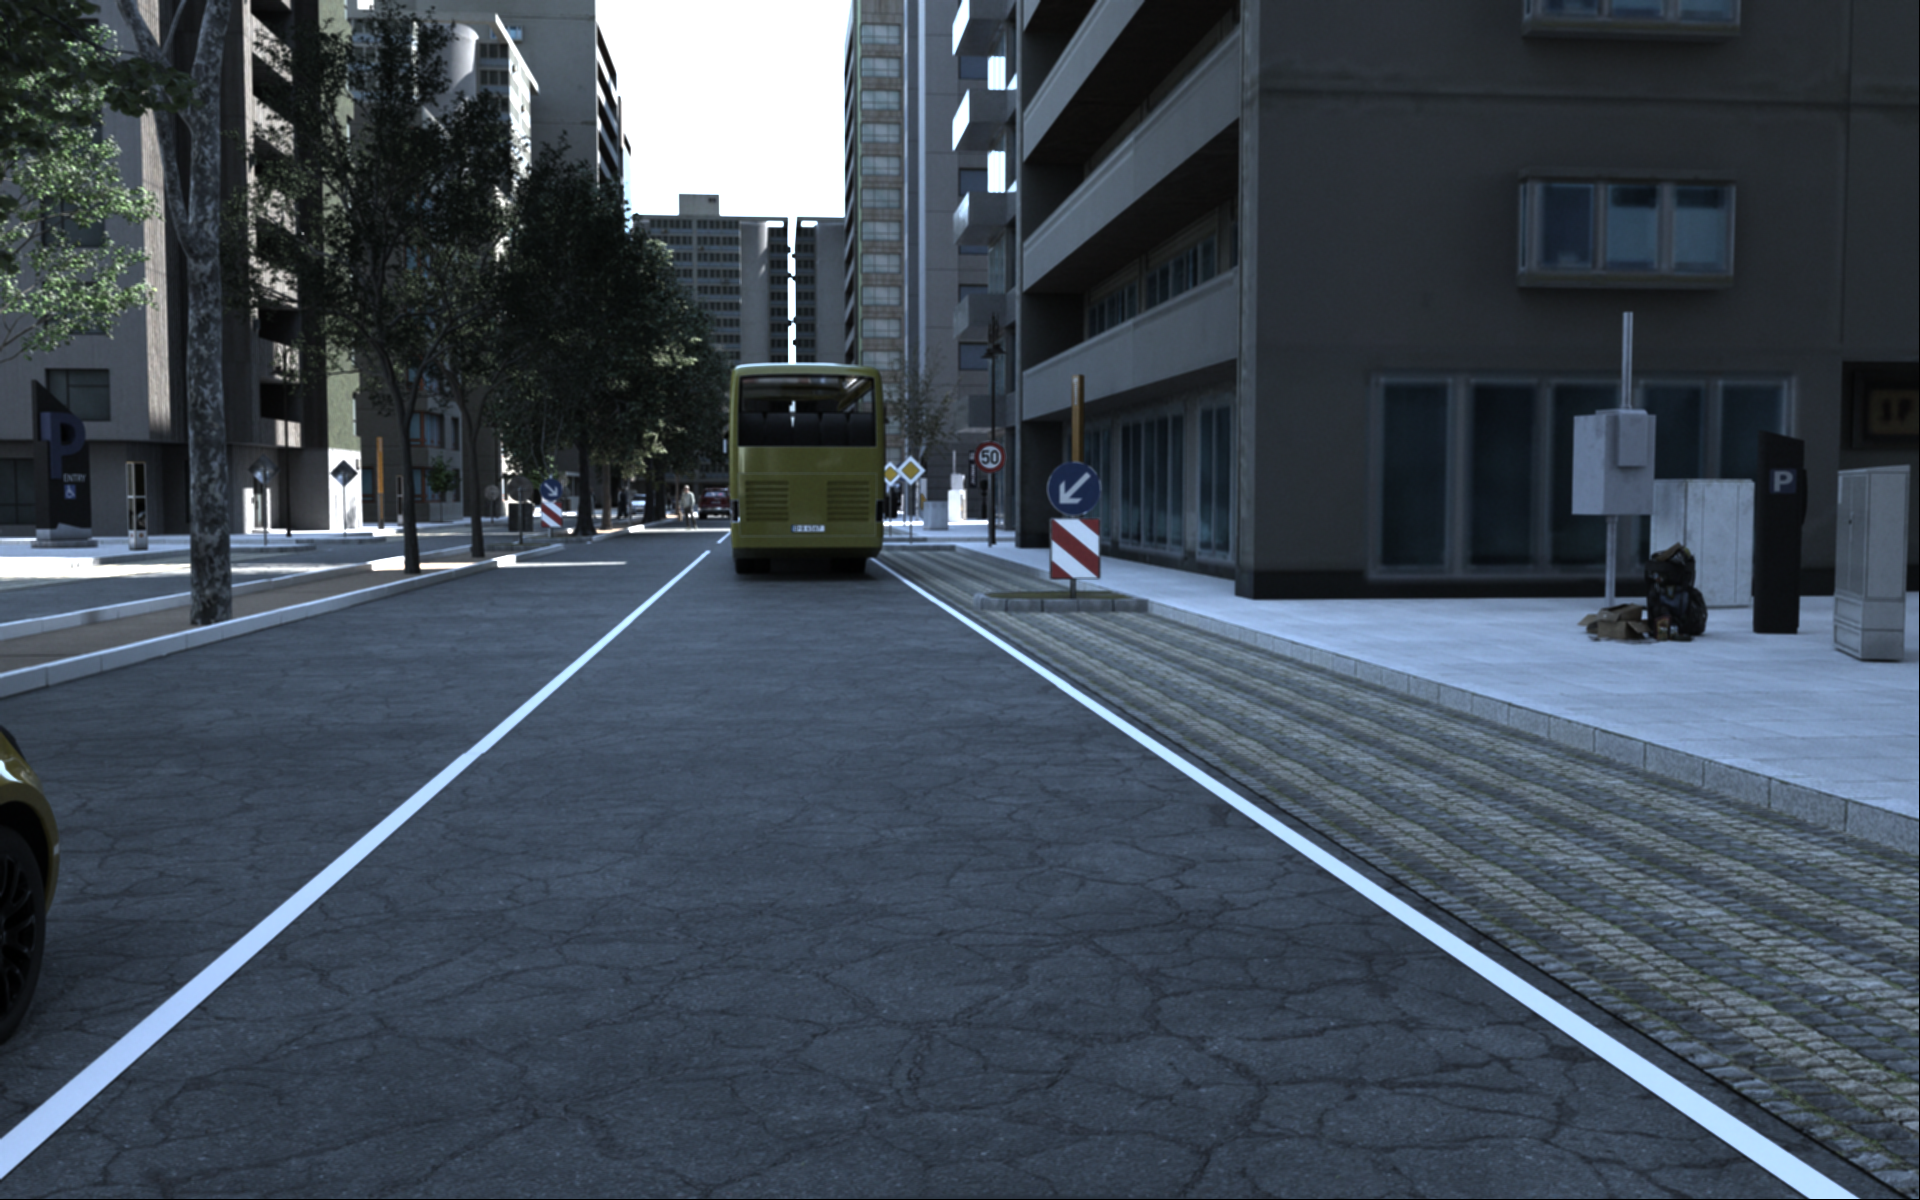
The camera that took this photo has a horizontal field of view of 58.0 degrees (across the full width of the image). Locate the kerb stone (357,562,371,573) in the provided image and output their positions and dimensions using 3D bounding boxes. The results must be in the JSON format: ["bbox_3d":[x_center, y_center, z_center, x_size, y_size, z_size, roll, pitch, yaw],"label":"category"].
[{"bbox_3d":[-10.954,-0.571,31.534,0.120,0.150,1.000,0,4,-6],"label":"kerb stone"}]

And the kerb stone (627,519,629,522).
[{"bbox_3d":[-16.897,-3.966,87.123,0.120,0.150,1.000,0,4,-6],"label":"kerb stone"}]

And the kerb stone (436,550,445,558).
[{"bbox_3d":[-11.714,-1.007,38.659,0.120,0.150,1.000,0,4,-6],"label":"kerb stone"}]

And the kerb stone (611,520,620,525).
[{"bbox_3d":[-16.346,-3.655,82.019,0.120,0.150,1.000,0,4,-6],"label":"kerb stone"}]

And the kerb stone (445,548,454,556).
[{"bbox_3d":[-11.817,-1.066,39.678,0.120,0.150,1.000,0,4,-6],"label":"kerb stone"}]

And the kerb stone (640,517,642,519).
[{"bbox_3d":[-17.760,-4.469,95.286,0.120,0.150,1.000,0,4,-6],"label":"kerb stone"}]

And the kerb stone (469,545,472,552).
[{"bbox_3d":[-12.153,-1.257,42.741,0.120,0.150,1.000,0,4,-6],"label":"kerb stone"}]

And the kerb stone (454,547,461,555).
[{"bbox_3d":[-11.936,-1.132,40.708,0.120,0.150,1.000,0,4,-6],"label":"kerb stone"}]

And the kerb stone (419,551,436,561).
[{"bbox_3d":[-11.610,-0.938,37.641,0.120,0.150,1.000,0,4,-6],"label":"kerb stone"}]

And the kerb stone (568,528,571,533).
[{"bbox_3d":[-14.281,-2.475,62.665,0.120,0.150,1.000,0,4,-6],"label":"kerb stone"}]

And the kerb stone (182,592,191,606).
[{"bbox_3d":[-9.975,-0.011,22.370,0.120,0.150,1.000,0,4,-6],"label":"kerb stone"}]

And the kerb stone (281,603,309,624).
[{"bbox_3d":[-7.561,0.164,19.507,0.120,0.150,1.000,0,4,-6],"label":"kerb stone"}]

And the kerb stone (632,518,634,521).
[{"bbox_3d":[-17.224,-4.153,90.189,0.120,0.150,1.000,0,4,-6],"label":"kerb stone"}]

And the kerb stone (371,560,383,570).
[{"bbox_3d":[-11.061,-0.628,32.555,0.120,0.150,1.000,0,4,-6],"label":"kerb stone"}]

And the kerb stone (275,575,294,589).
[{"bbox_3d":[-10.411,-0.250,26.447,0.120,0.150,1.000,0,4,-6],"label":"kerb stone"}]

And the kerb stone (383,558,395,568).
[{"bbox_3d":[-11.170,-0.696,33.574,0.120,0.150,1.000,0,4,-6],"label":"kerb stone"}]

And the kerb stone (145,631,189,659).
[{"bbox_3d":[-7.127,0.418,15.432,0.120,0.150,1.000,0,4,-6],"label":"kerb stone"}]

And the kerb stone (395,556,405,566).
[{"bbox_3d":[-11.281,-0.757,34.590,0.120,0.150,1.000,0,4,-6],"label":"kerb stone"}]

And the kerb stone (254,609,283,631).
[{"bbox_3d":[-7.459,0.230,18.488,0.120,0.150,1.000,0,4,-6],"label":"kerb stone"}]

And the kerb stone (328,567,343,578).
[{"bbox_3d":[-10.736,-0.447,29.497,0.120,0.150,1.000,0,4,-6],"label":"kerb stone"}]

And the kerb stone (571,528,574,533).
[{"bbox_3d":[-14.389,-2.534,63.682,0.120,0.150,1.000,0,4,-6],"label":"kerb stone"}]

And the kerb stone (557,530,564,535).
[{"bbox_3d":[-14.064,-2.351,60.626,0.120,0.150,1.000,0,4,-6],"label":"kerb stone"}]

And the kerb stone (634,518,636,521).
[{"bbox_3d":[-17.321,-4.221,91.210,0.120,0.150,1.000,0,4,-6],"label":"kerb stone"}]

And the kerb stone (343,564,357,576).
[{"bbox_3d":[-10.849,-0.505,30.514,0.120,0.150,1.000,0,4,-6],"label":"kerb stone"}]

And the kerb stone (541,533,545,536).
[{"bbox_3d":[-13.519,-2.037,55.525,0.120,0.150,1.000,0,4,-6],"label":"kerb stone"}]

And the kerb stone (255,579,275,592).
[{"bbox_3d":[-10.305,-0.198,25.430,0.120,0.150,1.000,0,4,-6],"label":"kerb stone"}]

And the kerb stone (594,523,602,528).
[{"bbox_3d":[-15.590,-3.220,74.890,0.120,0.150,1.000,0,4,-6],"label":"kerb stone"}]

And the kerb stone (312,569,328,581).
[{"bbox_3d":[-10.629,-0.383,28.479,0.120,0.150,1.000,0,4,-6],"label":"kerb stone"}]

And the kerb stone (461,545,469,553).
[{"bbox_3d":[-12.046,-1.194,41.724,0.120,0.150,1.000,0,4,-6],"label":"kerb stone"}]

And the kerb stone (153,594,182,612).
[{"bbox_3d":[-9.864,0.051,21.354,0.120,0.150,1.000,0,4,-6],"label":"kerb stone"}]

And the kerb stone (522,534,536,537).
[{"bbox_3d":[-13.305,-1.914,53.486,0.120,0.150,1.000,0,4,-6],"label":"kerb stone"}]

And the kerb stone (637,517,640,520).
[{"bbox_3d":[-17.657,-4.408,94.267,0.120,0.150,1.000,0,4,-6],"label":"kerb stone"}]

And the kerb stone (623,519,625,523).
[{"bbox_3d":[-16.674,-3.846,85.080,0.120,0.150,1.000,0,4,-6],"label":"kerb stone"}]

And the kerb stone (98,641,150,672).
[{"bbox_3d":[-7.012,0.480,14.416,0.120,0.150,1.000,0,4,-6],"label":"kerb stone"}]

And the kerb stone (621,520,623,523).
[{"bbox_3d":[-16.568,-3.783,84.064,0.120,0.150,1.000,0,4,-6],"label":"kerb stone"}]

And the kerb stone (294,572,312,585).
[{"bbox_3d":[-10.516,-0.322,27.463,0.120,0.150,1.000,0,4,-6],"label":"kerb stone"}]

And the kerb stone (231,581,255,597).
[{"bbox_3d":[-10.191,-0.135,24.409,0.120,0.150,1.000,0,4,-6],"label":"kerb stone"}]

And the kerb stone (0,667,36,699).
[{"bbox_3d":[-6.802,0.602,12.368,0.120,0.150,1.000,0,4,-6],"label":"kerb stone"}]

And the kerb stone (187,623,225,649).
[{"bbox_3d":[-7.234,0.354,16.455,0.120,0.150,1.000,0,4,-6],"label":"kerb stone"}]

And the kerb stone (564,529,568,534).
[{"bbox_3d":[-14.169,-2.410,61.643,0.120,0.150,1.000,0,4,-6],"label":"kerb stone"}]

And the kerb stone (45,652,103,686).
[{"bbox_3d":[-6.905,0.541,13.400,0.120,0.150,1.000,0,4,-6],"label":"kerb stone"}]

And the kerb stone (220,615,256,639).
[{"bbox_3d":[-7.343,0.289,17.472,0.120,0.150,1.000,0,4,-6],"label":"kerb stone"}]

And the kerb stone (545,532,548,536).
[{"bbox_3d":[-13.623,-2.101,56.549,0.120,0.150,1.000,0,4,-6],"label":"kerb stone"}]

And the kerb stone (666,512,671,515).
[{"bbox_3d":[-20.925,-6.277,124.832,0.120,0.150,1.000,0,4,-6],"label":"kerb stone"}]

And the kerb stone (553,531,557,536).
[{"bbox_3d":[-13.846,-2.226,58.585,0.120,0.150,1.000,0,4,-6],"label":"kerb stone"}]

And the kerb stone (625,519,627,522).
[{"bbox_3d":[-16.783,-3.909,86.107,0.120,0.150,1.000,0,4,-6],"label":"kerb stone"}]

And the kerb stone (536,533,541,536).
[{"bbox_3d":[-13.403,-1.974,54.509,0.120,0.150,1.000,0,4,-6],"label":"kerb stone"}]
